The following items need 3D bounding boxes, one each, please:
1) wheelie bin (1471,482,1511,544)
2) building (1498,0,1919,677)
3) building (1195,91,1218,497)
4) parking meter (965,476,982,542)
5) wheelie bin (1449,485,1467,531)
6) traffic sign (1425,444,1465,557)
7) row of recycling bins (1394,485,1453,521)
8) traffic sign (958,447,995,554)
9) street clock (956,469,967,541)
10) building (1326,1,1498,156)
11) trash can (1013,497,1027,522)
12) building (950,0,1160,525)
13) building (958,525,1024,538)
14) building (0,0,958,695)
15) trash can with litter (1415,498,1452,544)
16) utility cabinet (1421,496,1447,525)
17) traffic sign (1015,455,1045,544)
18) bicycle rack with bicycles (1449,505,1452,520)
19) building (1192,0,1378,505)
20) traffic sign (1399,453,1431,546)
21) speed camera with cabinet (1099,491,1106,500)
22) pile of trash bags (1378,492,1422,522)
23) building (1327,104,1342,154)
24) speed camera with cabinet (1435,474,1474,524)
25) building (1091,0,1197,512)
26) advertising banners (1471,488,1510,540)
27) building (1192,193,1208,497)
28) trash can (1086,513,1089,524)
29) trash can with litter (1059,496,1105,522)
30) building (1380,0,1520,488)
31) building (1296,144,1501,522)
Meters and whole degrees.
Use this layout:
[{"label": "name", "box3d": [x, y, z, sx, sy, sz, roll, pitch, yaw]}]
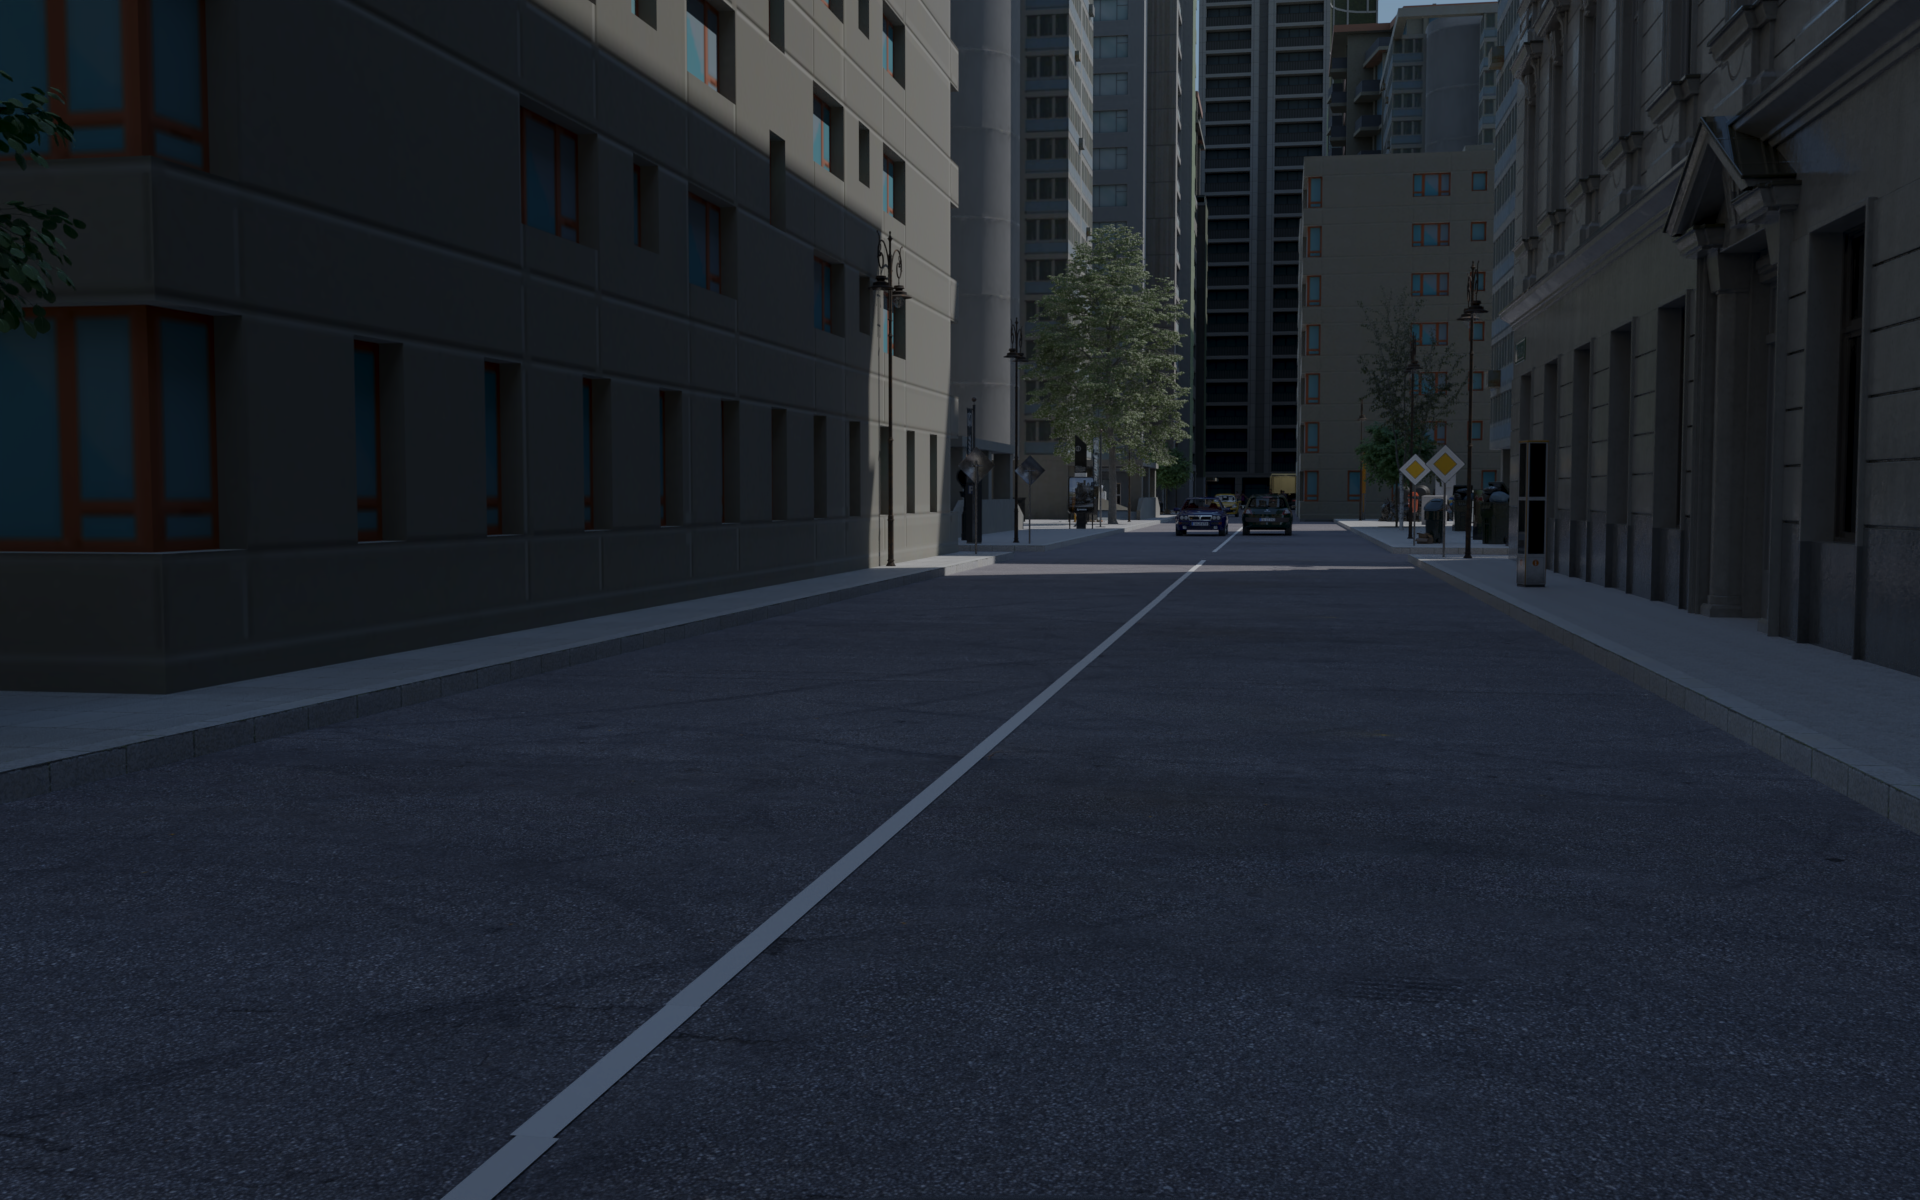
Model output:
[{"label": "wheelie bin", "box3d": [13.712, -2.224, 44.264, 0.693, 1.594, 0.980, -1, 4, -19]}, {"label": "building", "box3d": [14.658, -14.334, 10.779, 17.030, 29.872, 44.131, 1, 4, 10]}, {"label": "building", "box3d": [12.831, -32.450, 185.182, 28.867, 44.769, 22.147, 1, 4, 10]}, {"label": "parking meter", "box3d": [0.364, -2.438, 45.573, 0.399, 1.863, 0.255, 3, 4, 36]}, {"label": "wheelie bin", "box3d": [17.354, -3.167, 59.682, 0.980, 1.594, 0.693, 1, 4, 10]}, {"label": "traffic sign", "box3d": [9.824, -1.926, 35.126, 0.795, 2.450, 0.064, 1, 4, 10]}, {"label": "row of recycling bins", "box3d": [22.425, -4.597, 82.268, 3.534, 1.692, 1.069, 1, 4, 18]}, {"label": "traffic sign", "box3d": [0.346, -2.034, 36.901, 0.795, 2.450, 0.064, 1, 4, 10]}, {"label": "street clock", "box3d": [0.144, -2.646, 47.826, 0.471, 2.002, 0.358, -1, 4, -12]}, {"label": "building", "box3d": [45.114, -30.910, 160.007, 22.147, 44.769, 28.867, 1, 4, 10]}, {"label": "trash can", "box3d": [2.566, -3.936, 76.004, 0.748, 1.137, 0.748, 0, 3, 0]}, {"label": "building", "box3d": [-5.730, -24.564, 93.503, 32.217, 40.220, 23.993, 1, 4, 10]}, {"label": "building", "box3d": [-14.766, -22.424, 58.519, 32.217, 40.220, 23.993, 1, 4, 10]}, {"label": "building", "box3d": [-16.764, -11.105, 26.612, 28.899, 21.520, 27.650, 1, 4, 10]}, {"label": "trash can with litter", "box3d": [12.217, -2.040, 44.749, 0.624, 1.170, 1.055, 3, 4, 39]}, {"label": "utility cabinet", "box3d": [19.783, -3.737, 72.268, 1.020, 1.237, 0.306, 3, 5, 43]}, {"label": "traffic sign", "box3d": [1.804, -2.514, 44.752, 0.795, 2.450, 0.064, 1, 4, 10]}, {"label": "bicycle rack with bicycles", "box3d": [25.082, -4.385, 85.079, 2.852, 0.926, 2.925, -1, 4, -22]}, {"label": "building", "box3d": [39.273, -47.075, 207.931, 20.611, 71.187, 20.563, 1, 4, 10]}, {"label": "traffic sign", "box3d": [11.283, -2.406, 42.978, 0.795, 2.450, 0.064, 1, 4, 10]}, {"label": "speed camera with cabinet", "box3d": [7.805, -6.759, 104.838, 2.038, 3.252, 0.660, 1, 4, 12]}, {"label": "pile of trash bags", "box3d": [20.589, -4.296, 79.999, 1.912, 1.369, 3.447, 0, 4, 0]}, {"label": "building", "box3d": [45.511, -30.505, 182.352, 14.154, 41.232, 14.086, 1, 4, 10]}, {"label": "speed camera with cabinet", "box3d": [21.731, -4.955, 75.357, 2.038, 3.252, 0.660, -1, 4, -16]}, {"label": "building", "box3d": [9.755, -27.092, 126.550, 14.154, 41.232, 14.086, 1, 4, 10]}, {"label": "advertising banners", "box3d": [15.099, -3.156, 47.794, 2.074, 3.025, 0.090, 3, 4, 38]}, {"label": "building", "box3d": [15.675, -23.858, 161.781, 14.160, 30.474, 14.107, 1, 4, 10]}, {"label": "trash can", "box3d": [5.315, -3.891, 75.268, 0.748, 1.137, 0.748, 0, 3, 0]}, {"label": "trash can with litter", "box3d": [5.660, -4.163, 79.117, 2.233, 1.210, 1.678, 1, 4, 14]}, {"label": "building", "box3d": [45.253, -26.956, 132.609, 32.217, 40.220, 23.993, 1, 4, 10]}, {"label": "building", "box3d": [33.833, -15.637, 100.707, 27.650, 21.520, 28.899, 1, 4, 10]}]
